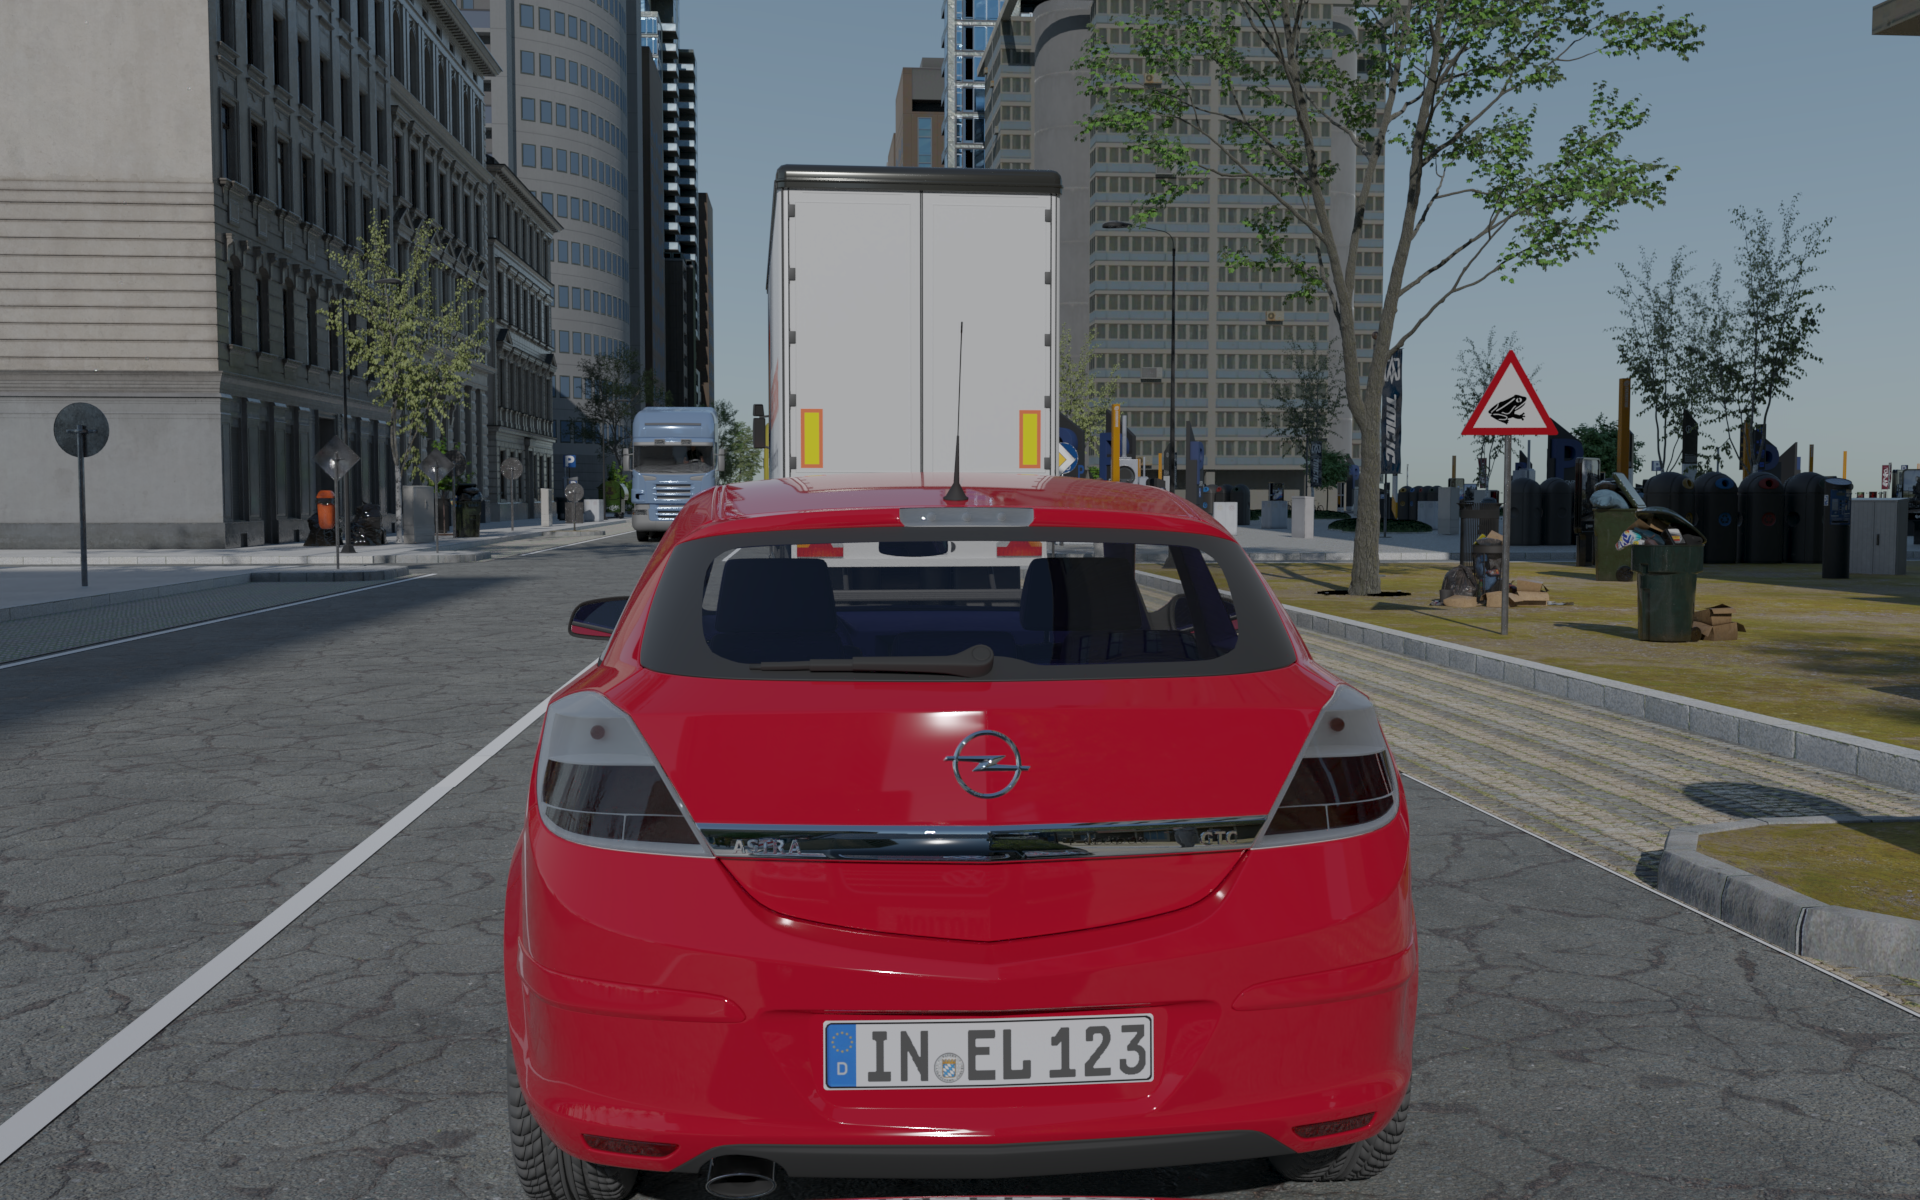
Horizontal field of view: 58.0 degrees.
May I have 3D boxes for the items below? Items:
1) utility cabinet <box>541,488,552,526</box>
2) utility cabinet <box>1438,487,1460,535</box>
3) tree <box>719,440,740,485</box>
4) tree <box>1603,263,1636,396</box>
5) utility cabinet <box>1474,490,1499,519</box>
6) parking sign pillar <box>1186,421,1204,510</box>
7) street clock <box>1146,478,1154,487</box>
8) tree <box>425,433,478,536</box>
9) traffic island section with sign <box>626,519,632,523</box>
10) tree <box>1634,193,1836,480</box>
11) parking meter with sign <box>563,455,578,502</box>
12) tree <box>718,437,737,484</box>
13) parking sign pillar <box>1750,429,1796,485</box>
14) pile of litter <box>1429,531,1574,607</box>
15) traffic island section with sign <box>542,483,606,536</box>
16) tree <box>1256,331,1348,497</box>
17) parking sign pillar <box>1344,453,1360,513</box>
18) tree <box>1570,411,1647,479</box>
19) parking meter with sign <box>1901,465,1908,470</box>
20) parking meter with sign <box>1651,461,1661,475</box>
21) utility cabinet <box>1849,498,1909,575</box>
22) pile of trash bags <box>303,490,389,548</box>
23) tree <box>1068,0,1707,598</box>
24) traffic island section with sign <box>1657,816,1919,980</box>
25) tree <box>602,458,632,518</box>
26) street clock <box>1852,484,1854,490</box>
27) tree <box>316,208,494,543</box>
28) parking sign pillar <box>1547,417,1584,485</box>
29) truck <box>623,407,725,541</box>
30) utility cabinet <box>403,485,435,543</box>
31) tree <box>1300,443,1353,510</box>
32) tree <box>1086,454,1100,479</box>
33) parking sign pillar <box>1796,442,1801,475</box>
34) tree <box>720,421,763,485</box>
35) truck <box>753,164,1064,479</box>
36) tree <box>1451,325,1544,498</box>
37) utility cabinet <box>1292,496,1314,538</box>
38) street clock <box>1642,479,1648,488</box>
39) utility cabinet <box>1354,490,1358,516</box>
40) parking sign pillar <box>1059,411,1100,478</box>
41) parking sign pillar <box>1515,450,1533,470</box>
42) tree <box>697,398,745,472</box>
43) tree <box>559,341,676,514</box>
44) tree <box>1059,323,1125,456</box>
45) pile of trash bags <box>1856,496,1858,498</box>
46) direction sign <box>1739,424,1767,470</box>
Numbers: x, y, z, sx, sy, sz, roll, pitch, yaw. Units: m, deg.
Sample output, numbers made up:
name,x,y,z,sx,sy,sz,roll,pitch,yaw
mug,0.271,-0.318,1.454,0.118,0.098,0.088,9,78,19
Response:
name,x,y,z,sx,sy,sz,roll,pitch,yaw
utility cabinet,-16.331,-3.658,68.480,0.318,1.500,1.173,0,4,-7
utility cabinet,15.408,-2.807,54.577,0.318,1.500,1.173,0,4,-3
tree,-30.001,-16.580,221.452,4.737,8.622,4.395,0,3,0
tree,20.994,-6.159,51.065,4.360,8.622,3.978,0,3,0
utility cabinet,27.106,-4.925,89.207,1.173,1.500,0.318,2,4,33
parking sign pillar,8.722,-4.642,64.367,1.447,3.967,1.447,1,4,19
street clock,8.672,-4.528,78.599,0.471,2.002,0.358,-2,4,-31
tree,-15.959,-3.600,53.463,1.663,3.219,1.824,0,3,0
traffic island section with sign,-15.735,-4.803,87.161,1.989,1.847,2.006,0,4,-5
tree,19.639,-5.664,42.976,4.360,8.622,3.978,0,3,0
parking meter with sign,-17.165,-4.913,76.583,0.543,3.016,1.738,-1,4,-19
tree,-28.662,-15.700,207.062,4.360,8.622,3.978,0,3,0
parking sign pillar,31.375,-4.842,67.632,1.447,3.967,1.447,-1,4,-14
pile of litter,6.279,-0.371,20.024,1.719,0.858,1.176,0,4,7
traffic island section with sign,-13.323,-3.134,59.868,1.989,1.847,2.006,0,4,-5
tree,15.548,-7.753,77.128,4.360,8.622,3.978,0,3,0
parking sign pillar,26.137,-7.748,115.160,1.447,3.967,1.447,3,4,36
tree,25.406,-5.205,68.810,4.285,4.588,4.351,0,3,0
parking meter with sign,57.275,-6.570,103.673,1.738,3.016,0.543,0,4,-6
parking meter with sign,36.319,-5.700,89.450,0.543,3.016,1.738,0,4,-2
utility cabinet,14.729,-1.028,27.973,0.306,1.237,1.020,-2,4,-29
pile of trash bags,-15.303,-2.021,42.801,1.912,1.369,3.447,0,4,-8
tree,5.066,-5.856,21.506,9.928,11.665,9.643,0,3,0
traffic island section with sign,3.532,0.171,5.832,1.989,1.847,2.006,0,4,-5
tree,-18.664,-6.018,92.988,1.663,3.219,1.824,0,3,0
street clock,59.551,-6.812,115.949,0.358,2.002,0.471,-1,4,-11
tree,-14.626,-5.832,45.711,4.737,8.622,4.395,0,3,0
parking sign pillar,21.337,-4.432,60.933,1.447,3.967,1.447,-1,4,-14
truck,-9.222,-4.261,59.429,2.967,4.110,18.799,0,4,-5
utility cabinet,-14.070,-2.226,45.071,0.318,1.500,1.173,1,4,9
tree,23.265,-7.724,110.008,4.285,4.588,4.351,0,3,0
tree,5.338,-4.203,63.326,1.663,3.219,1.824,0,3,0
parking sign pillar,43.141,-6.224,90.233,1.447,3.967,1.447,-1,4,-18
tree,-33.797,-21.426,268.437,7.486,12.596,7.792,0,3,0
truck,-1.008,-1.928,20.440,2.839,4.237,11.283,0,4,-7
tree,23.579,-7.728,76.720,4.360,8.622,3.978,0,3,0
utility cabinet,10.048,-2.422,50.756,0.306,1.237,1.020,-1,4,-11
street clock,33.360,-4.877,84.316,0.358,2.002,0.471,2,4,32
utility cabinet,23.385,-5.600,100.244,1.173,1.500,0.318,-1,4,-19
parking sign pillar,2.974,-3.782,50.307,1.447,3.967,1.447,3,4,37
parking sign pillar,34.324,-7.158,105.511,1.447,3.967,1.447,-1,4,-13
tree,-26.869,-16.015,187.606,9.928,11.665,9.643,0,3,0
tree,-20.264,-10.402,104.492,8.767,10.594,7.601,1,4,18
tree,4.990,-7.645,75.350,4.737,8.622,4.395,0,3,0
pile of trash bags,34.219,-3.404,65.416,3.447,1.369,1.912,0,4,-5
direction sign,25.686,-3.926,56.183,0.379,3.537,0.876,-3,4,-36
